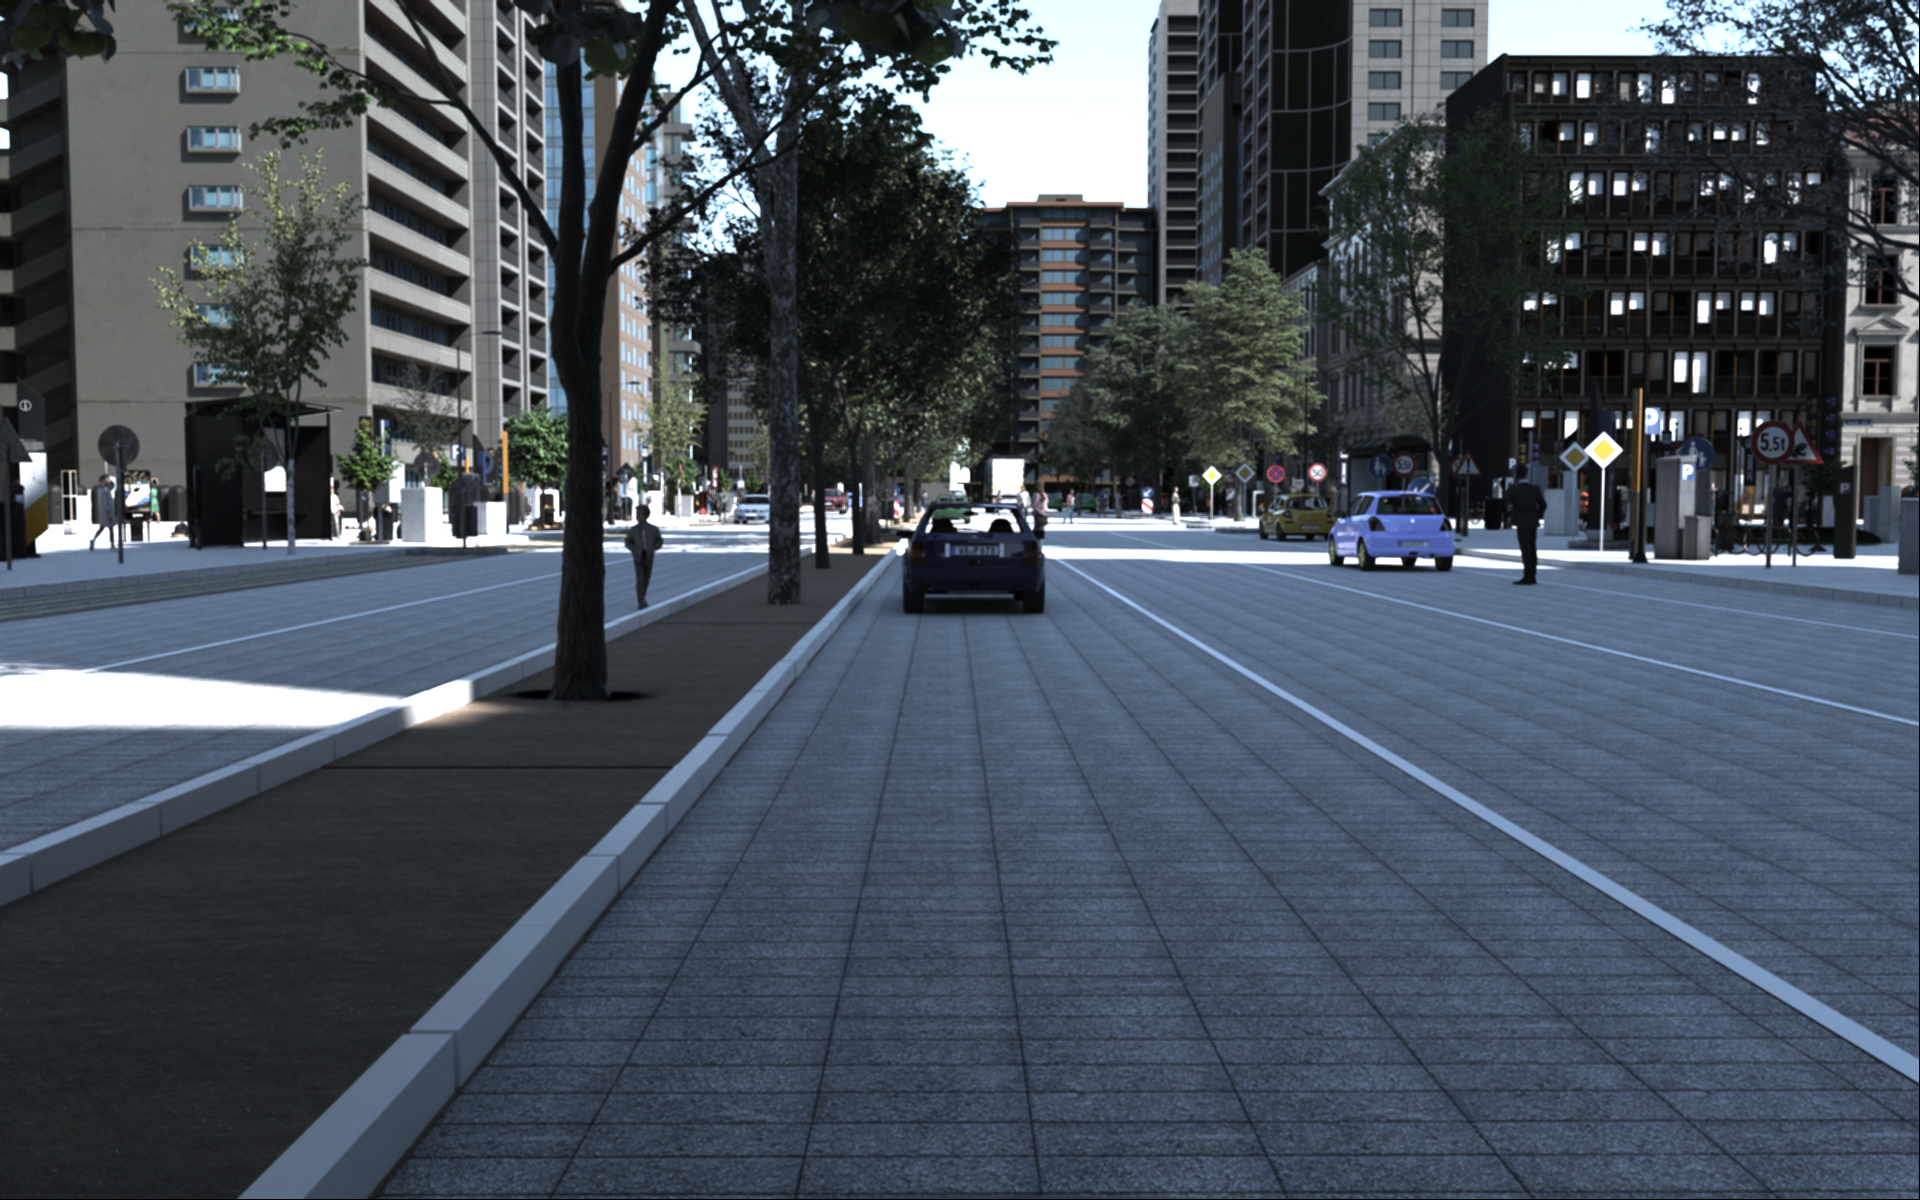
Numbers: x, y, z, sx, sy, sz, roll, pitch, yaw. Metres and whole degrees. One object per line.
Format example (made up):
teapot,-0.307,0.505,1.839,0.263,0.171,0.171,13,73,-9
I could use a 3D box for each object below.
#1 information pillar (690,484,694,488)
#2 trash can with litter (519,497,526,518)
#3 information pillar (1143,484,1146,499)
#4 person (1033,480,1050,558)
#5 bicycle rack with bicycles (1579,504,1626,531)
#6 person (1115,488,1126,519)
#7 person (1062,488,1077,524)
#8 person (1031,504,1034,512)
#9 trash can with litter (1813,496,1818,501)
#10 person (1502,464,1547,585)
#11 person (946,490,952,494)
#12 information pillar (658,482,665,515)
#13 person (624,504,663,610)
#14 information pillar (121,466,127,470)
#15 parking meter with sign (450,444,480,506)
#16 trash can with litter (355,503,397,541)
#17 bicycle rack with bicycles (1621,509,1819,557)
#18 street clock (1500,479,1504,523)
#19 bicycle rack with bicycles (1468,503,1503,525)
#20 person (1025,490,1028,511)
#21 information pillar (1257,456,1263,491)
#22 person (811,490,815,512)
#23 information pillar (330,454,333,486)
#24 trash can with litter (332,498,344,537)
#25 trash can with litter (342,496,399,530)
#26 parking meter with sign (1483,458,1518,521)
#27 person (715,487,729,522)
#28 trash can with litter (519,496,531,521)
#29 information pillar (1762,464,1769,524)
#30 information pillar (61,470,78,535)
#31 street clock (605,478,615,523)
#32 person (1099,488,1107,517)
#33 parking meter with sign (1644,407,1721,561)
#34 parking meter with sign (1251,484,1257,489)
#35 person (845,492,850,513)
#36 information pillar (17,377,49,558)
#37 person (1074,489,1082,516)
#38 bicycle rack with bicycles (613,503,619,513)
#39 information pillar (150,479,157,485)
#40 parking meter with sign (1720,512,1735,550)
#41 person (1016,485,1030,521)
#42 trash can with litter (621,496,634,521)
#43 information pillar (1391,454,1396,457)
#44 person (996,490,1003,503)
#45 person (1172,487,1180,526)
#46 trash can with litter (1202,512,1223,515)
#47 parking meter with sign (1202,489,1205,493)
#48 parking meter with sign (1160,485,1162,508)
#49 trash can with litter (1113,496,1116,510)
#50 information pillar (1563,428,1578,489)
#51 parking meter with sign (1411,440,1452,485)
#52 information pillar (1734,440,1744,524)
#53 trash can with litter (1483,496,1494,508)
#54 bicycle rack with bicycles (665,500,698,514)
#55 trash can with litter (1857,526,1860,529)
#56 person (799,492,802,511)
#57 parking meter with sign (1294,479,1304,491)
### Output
information pillar,-19.011,-7.228,122.666,0.304,2.012,0.304,-1,4,-22
trash can with litter,-23.868,-5.052,93.989,0.624,1.170,1.055,-1,4,-16
information pillar,14.074,-7.843,132.716,0.304,2.012,0.304,-1,4,-21
person,1.707,-1.819,38.831,0.643,1.750,0.593,0,4,4
bicycle rack with bicycles,21.966,-2.813,59.374,2.925,0.926,2.852,-2,4,-26
person,9.188,-5.519,99.091,0.532,1.782,0.716,-1,4,-20
person,5.199,-4.436,81.863,0.643,1.720,0.563,3,4,37
person,5.921,-7.770,135.896,0.694,1.780,0.624,-2,4,-33
trash can with litter,66.316,-7.578,135.293,0.624,1.170,1.055,-1,4,-17
person,8.932,-1.200,27.483,0.648,1.900,0.474,-2,4,-29
person,-0.869,-7.543,132.233,0.661,1.777,0.834,-1,4,-13
information pillar,-18.098,-6.153,105.090,0.304,2.012,0.304,-3,4,-38
person,-3.924,-0.537,21.547,0.475,1.303,0.640,-2,4,-25
information pillar,-40.728,-5.690,84.393,0.183,3.616,0.504,0,4,-2
parking meter with sign,-17.335,-3.986,61.434,0.543,3.016,1.738,1,4,15
trash can with litter,-16.017,-2.203,47.408,1.055,1.170,0.624,0,4,-1
bicycle rack with bicycles,16.021,-1.403,36.320,2.852,0.926,2.925,-1,4,-14
street clock,24.470,-4.473,77.706,0.358,2.002,0.471,-3,5,-44
bicycle rack with bicycles,22.025,-3.595,72.164,2.925,0.926,2.852,-2,4,-24
person,5.455,-8.319,144.691,0.466,1.800,0.511,-3,5,-42
information pillar,18.906,-7.206,109.175,0.504,3.616,0.183,-3,4,-38
person,-11.938,-8.084,140.871,0.606,1.804,0.583,1,4,23
information pillar,-31.816,-5.860,87.172,0.504,3.616,0.183,-1,4,-19
trash can with litter,-18.725,-2.426,51.060,1.055,1.170,0.624,-1,4,-20
trash can with litter,-21.683,-3.149,62.537,2.233,1.210,1.678,2,4,35
parking meter with sign,25.974,-5.323,83.299,1.738,3.016,0.543,-2,4,-27
person,-11.990,-4.824,87.468,0.694,1.812,0.767,-1,4,-18
trash can with litter,-21.276,-4.381,82.680,1.678,1.210,2.233,3,5,39
information pillar,34.325,-5.034,73.663,0.183,3.616,0.504,1,4,14
information pillar,-27.775,-3.030,54.029,0.304,2.012,0.304,0,4,7
street clock,-15.337,-4.358,75.827,0.471,2.002,0.358,-1,4,-14
person,8.782,-5.985,106.382,0.581,1.822,0.654,-2,4,-27
parking meter with sign,14.074,-2.314,34.101,0.543,3.016,1.738,-1,4,-18
parking meter with sign,21.559,-7.949,126.233,1.738,3.016,0.543,1,4,16
person,-8.577,-7.396,131.238,0.330,1.601,0.589,-2,4,-34
information pillar,-18.700,-2.664,34.916,0.504,3.616,0.183,-1,4,-19
person,7.779,-6.443,114.203,0.532,1.782,0.716,0,4,-2
bicycle rack with bicycles,-23.145,-6.658,122.240,2.925,0.926,2.852,1,4,17
information pillar,-38.799,-4.820,83.294,0.304,2.012,0.304,2,4,35
parking meter with sign,17.007,-2.680,40.077,1.738,3.016,0.543,2,4,26
person,3.017,-4.555,82.823,0.661,1.843,0.795,0,4,3
trash can with litter,-15.665,-4.316,81.947,0.624,1.170,1.055,-1,4,-20
information pillar,18.938,-5.163,75.772,0.183,3.616,0.504,0,4,-7
person,2.471,-6.282,112.054,0.643,1.720,0.563,2,4,26
person,9.717,-4.205,77.807,0.362,1.759,0.519,2,4,27
trash can with litter,15.590,-5.921,107.859,1.678,1.210,2.233,2,4,34
parking meter with sign,18.831,-8.337,132.569,0.543,3.016,1.738,-1,4,-19
parking meter with sign,16.527,-8.966,142.849,0.543,3.016,1.738,2,4,30
trash can with litter,12.546,-7.637,136.246,0.624,1.170,1.055,-2,4,-32
information pillar,21.726,-4.298,61.621,0.504,3.616,0.183,2,4,34
parking meter with sign,15.002,-3.660,56.105,0.543,3.016,1.738,-3,5,-42
information pillar,33.529,-5.089,74.553,0.504,3.616,0.183,-2,4,-32
trash can with litter,24.984,-4.245,80.796,1.055,1.170,0.624,0,4,-1
bicycle rack with bicycles,-18.624,-6.220,115.082,2.852,0.926,2.925,-1,4,-13
trash can with litter,29.847,-2.945,59.208,1.678,1.210,2.233,-3,4,-38
person,-7.440,-4.283,78.647,0.709,1.813,0.853,1,4,21
parking meter with sign,17.608,-5.754,90.345,1.738,3.016,0.543,0,4,2
